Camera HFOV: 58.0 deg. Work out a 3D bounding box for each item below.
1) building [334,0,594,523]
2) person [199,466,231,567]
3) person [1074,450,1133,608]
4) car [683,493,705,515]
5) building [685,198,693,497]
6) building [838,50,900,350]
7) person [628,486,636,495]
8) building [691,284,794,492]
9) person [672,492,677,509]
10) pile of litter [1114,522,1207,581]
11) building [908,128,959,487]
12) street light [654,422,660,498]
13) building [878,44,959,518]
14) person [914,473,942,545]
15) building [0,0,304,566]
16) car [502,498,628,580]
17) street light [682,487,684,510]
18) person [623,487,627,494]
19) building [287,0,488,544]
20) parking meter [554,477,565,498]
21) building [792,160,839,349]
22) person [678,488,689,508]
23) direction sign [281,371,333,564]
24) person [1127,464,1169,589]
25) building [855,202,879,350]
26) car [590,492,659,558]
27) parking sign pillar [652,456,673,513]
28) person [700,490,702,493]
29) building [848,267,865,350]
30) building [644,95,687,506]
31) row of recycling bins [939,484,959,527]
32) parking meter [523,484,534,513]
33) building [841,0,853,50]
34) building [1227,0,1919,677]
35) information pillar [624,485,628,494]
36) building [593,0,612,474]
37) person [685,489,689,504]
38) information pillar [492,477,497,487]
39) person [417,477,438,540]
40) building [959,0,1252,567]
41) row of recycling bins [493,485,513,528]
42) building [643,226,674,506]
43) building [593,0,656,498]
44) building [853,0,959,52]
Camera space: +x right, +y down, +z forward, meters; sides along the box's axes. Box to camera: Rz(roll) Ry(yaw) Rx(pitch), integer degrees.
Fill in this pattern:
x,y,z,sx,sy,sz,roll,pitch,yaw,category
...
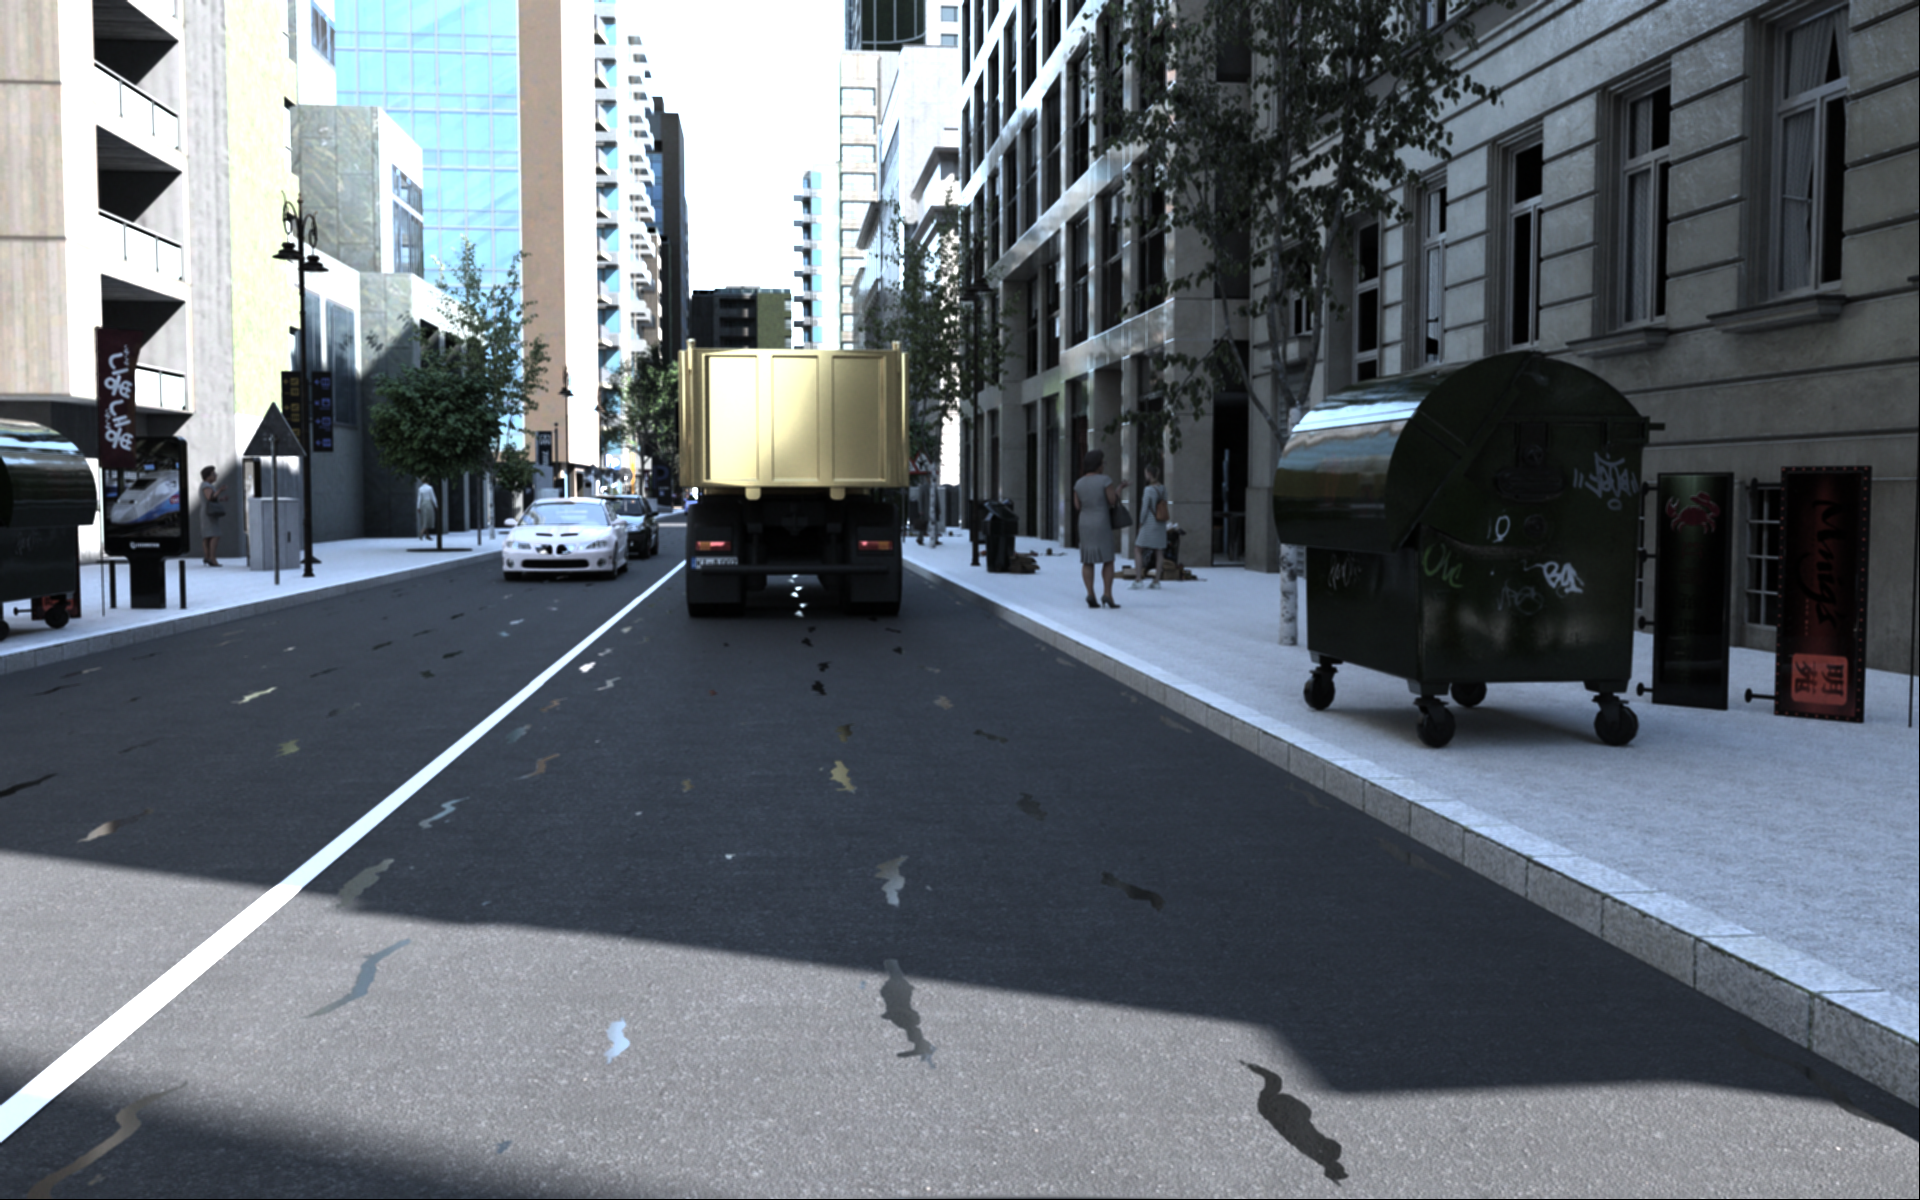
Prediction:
x,y,z,sx,sy,sz,roll,pitch,yaw,category
-25.021,-26.406,81.855,14.600,45.320,14.200,0,4,-6,building
-13.185,-1.485,30.679,0.532,1.782,0.716,-2,4,-23,person
1.655,-0.803,19.524,0.716,1.782,0.532,3,4,36,person
-17.995,-6.690,118.969,1.945,1.707,3.694,0,4,-6,car
-44.274,-33.999,239.478,14.086,41.232,14.154,0,4,-6,building
-4.485,-29.390,164.121,14.154,41.232,14.086,0,4,-6,building
-22.491,-6.914,118.897,0.655,1.846,0.447,-1,4,-10,person
-30.320,-28.757,241.872,14.107,30.474,14.160,0,4,-6,building
-24.943,-8.659,150.849,0.697,1.427,0.421,-3,4,-37,person
2.962,-0.744,26.135,1.176,0.858,1.719,-2,4,-25,pile of litter
9.916,-14.909,85.560,24.055,21.916,13.314,0,4,-6,building
-19.192,-8.352,109.343,0.468,5.910,1.993,0,4,-6,street light
1.887,-17.369,102.010,12.078,24.808,19.932,0,4,-6,building
-0.772,-2.291,43.596,0.694,1.812,0.767,-3,5,-39,person
-21.254,-21.251,31.052,14.154,41.232,14.086,0,4,-6,building
-6.877,-1.108,30.482,2.083,1.381,4.827,0,4,-7,car
-23.030,-10.463,143.861,0.468,5.910,1.993,0,4,-6,street light
-23.610,-7.051,121.742,0.534,1.772,0.576,-1,4,-22,person
-31.535,-44.994,48.318,31.000,86.520,22.319,0,4,-6,building
-13.866,-3.318,59.955,0.399,1.863,0.255,-1,4,-15,parking meter
-8.676,-38.451,248.290,30.456,49.044,23.786,0,4,-6,building
-24.574,-9.100,154.822,1.348,1.824,0.705,0,4,6,person
-12.048,-2.448,32.029,0.876,3.537,0.379,-1,4,-13,direction sign
2.598,-0.998,23.363,0.512,1.701,0.522,-3,5,-44,person
-1.409,-17.969,122.665,11.050,23.489,19.941,0,4,-6,building
-7.886,-1.830,39.701,2.009,1.686,4.222,0,4,-6,car
-20.169,-7.866,117.075,1.447,3.967,1.447,-1,4,-8,parking sign pillar
-26.635,-10.444,177.361,0.434,1.755,0.990,-3,5,-43,person
-3.772,-17.891,141.664,9.793,20.994,18.267,0,4,-6,building
-38.608,-33.541,198.506,14.600,45.320,14.200,0,4,-6,building
0.442,-3.663,67.001,3.534,1.692,1.069,3,5,43,row of recycling bins
-16.095,-3.603,64.619,0.399,1.863,0.255,-1,4,-19,parking meter
-5.139,-54.677,206.640,22.319,86.520,31.000,0,4,-6,building
13.613,-11.136,15.363,16.112,22.955,30.059,0,4,-6,building
-27.204,-8.357,141.122,0.304,2.012,0.304,-1,4,-20,information pillar
-34.880,-28.069,113.559,22.147,44.769,28.867,0,4,-6,building
-25.543,-9.442,161.143,0.721,1.743,1.217,1,4,16,person
-20.070,-4.285,74.551,0.304,2.012,0.304,0,4,-7,information pillar
-14.835,-2.557,48.071,0.478,1.798,0.641,2,4,28,person
11.379,-14.853,47.356,19.350,26.468,34.151,0,4,-6,building
-18.711,-3.584,65.719,3.534,1.692,1.069,0,4,1,row of recycling bins
-38.179,-25.266,184.793,14.160,30.474,14.107,0,4,-6,building
-40.192,-33.128,161.253,23.786,49.044,30.456,0,4,-6,building
-2.689,-45.456,181.465,20.563,71.187,20.611,0,4,-6,building
